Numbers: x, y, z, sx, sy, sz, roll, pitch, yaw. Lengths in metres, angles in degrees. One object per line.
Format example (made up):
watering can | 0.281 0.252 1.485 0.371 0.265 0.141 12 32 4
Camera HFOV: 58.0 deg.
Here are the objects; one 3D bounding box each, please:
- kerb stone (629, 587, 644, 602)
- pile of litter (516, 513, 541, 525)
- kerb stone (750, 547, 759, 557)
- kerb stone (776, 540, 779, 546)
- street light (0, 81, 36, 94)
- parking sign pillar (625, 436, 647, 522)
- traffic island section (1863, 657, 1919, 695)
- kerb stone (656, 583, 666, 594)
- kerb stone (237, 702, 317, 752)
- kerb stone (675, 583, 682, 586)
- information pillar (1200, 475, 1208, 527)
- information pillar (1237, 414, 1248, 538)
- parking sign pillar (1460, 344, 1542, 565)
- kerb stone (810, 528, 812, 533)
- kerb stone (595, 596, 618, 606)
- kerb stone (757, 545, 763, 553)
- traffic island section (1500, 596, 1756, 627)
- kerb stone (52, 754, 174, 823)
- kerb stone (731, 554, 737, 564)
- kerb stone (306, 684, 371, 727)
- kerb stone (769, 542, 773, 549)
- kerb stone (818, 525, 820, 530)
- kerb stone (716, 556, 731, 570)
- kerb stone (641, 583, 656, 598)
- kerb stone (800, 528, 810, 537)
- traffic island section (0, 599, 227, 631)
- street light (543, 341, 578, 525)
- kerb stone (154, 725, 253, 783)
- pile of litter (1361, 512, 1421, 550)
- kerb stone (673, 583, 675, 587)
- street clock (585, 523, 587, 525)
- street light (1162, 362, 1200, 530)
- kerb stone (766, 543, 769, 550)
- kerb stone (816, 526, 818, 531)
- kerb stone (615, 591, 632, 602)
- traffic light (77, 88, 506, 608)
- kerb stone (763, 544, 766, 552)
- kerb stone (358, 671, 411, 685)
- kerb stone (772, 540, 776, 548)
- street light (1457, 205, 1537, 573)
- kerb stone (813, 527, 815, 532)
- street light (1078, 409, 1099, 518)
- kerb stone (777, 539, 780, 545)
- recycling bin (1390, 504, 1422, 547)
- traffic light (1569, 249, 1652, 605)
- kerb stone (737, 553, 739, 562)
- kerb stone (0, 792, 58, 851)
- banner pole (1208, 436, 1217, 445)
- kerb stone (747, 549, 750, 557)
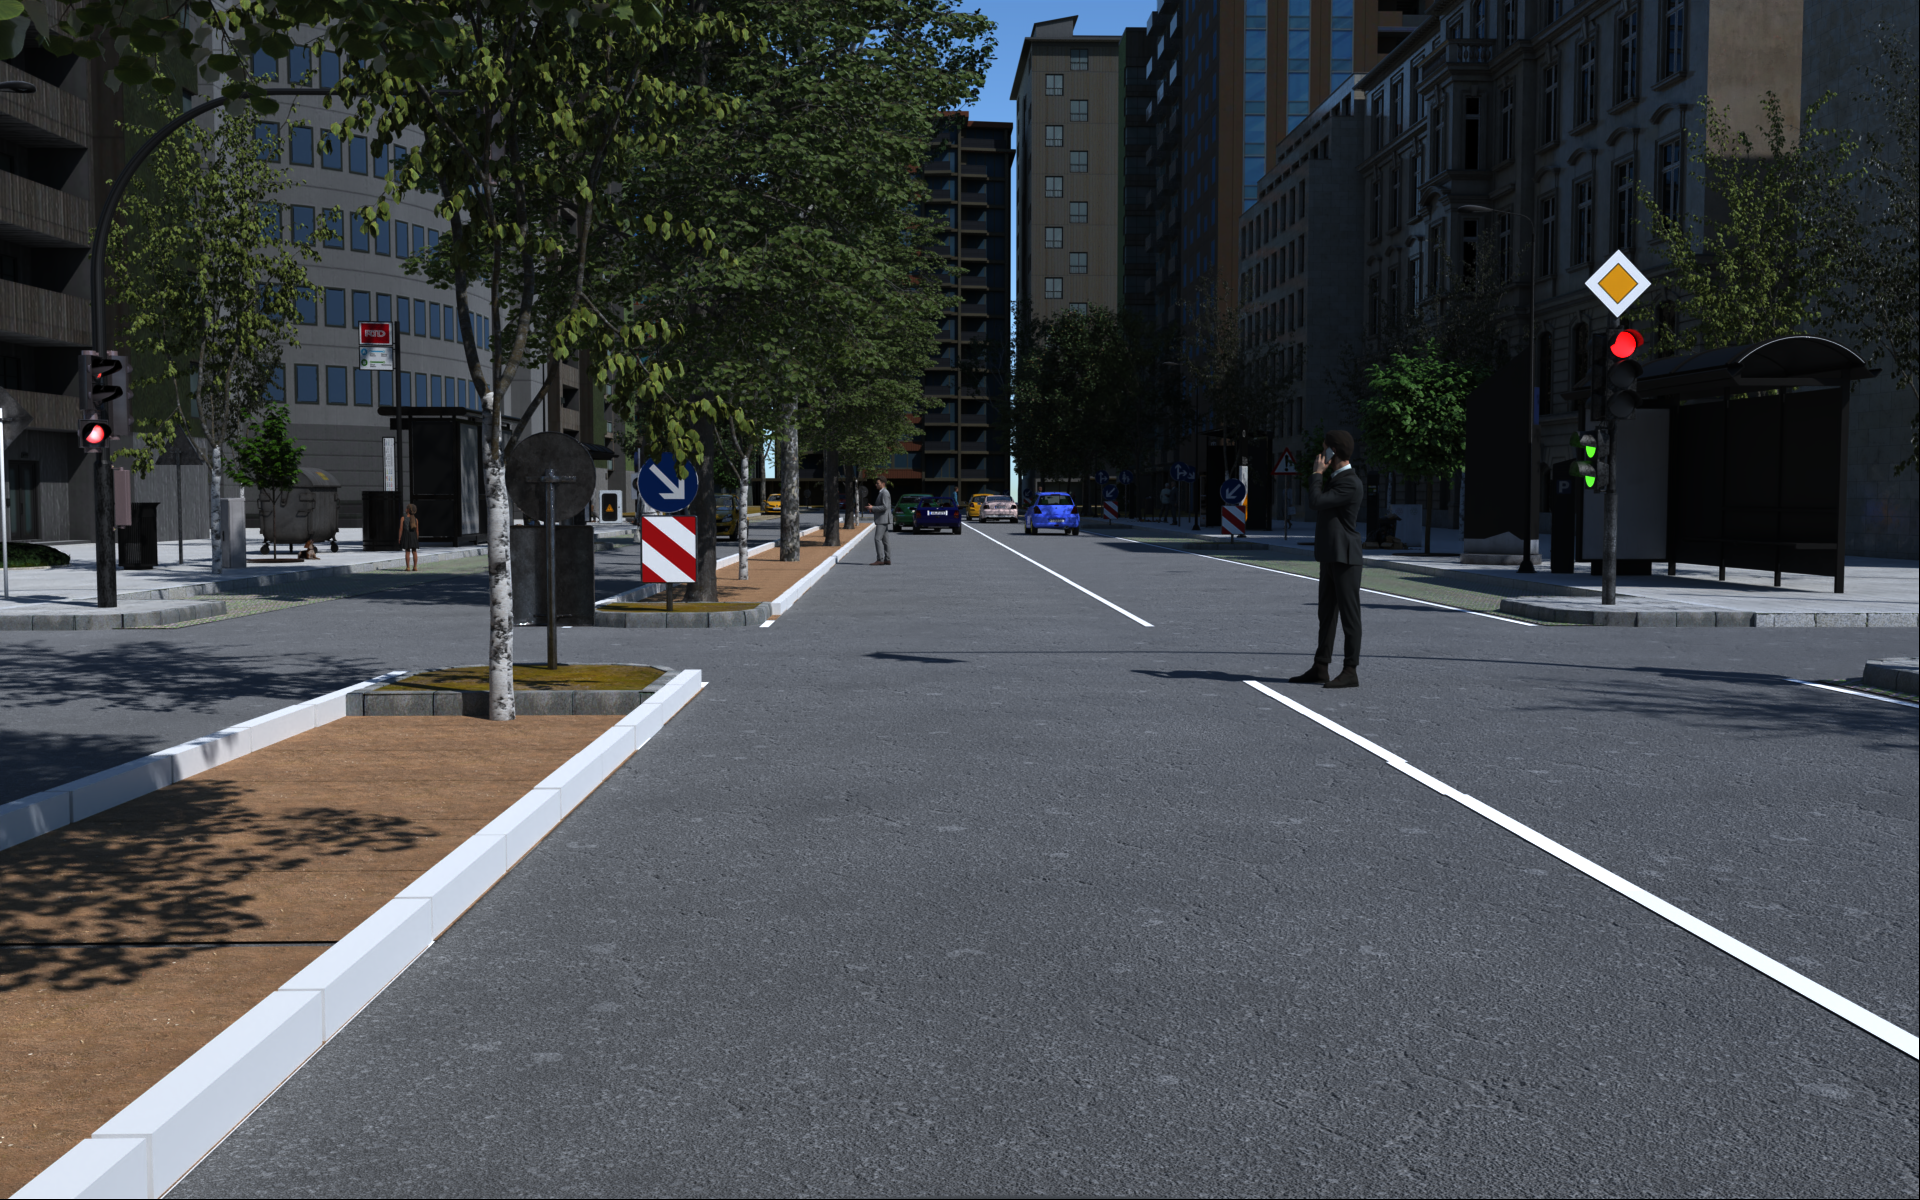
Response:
kerb stone | -4.343 -0.041 22.870 0.120 0.150 1.000 0 4 -2
pile of litter | -14.272 -2.597 56.419 1.176 0.858 1.719 1 4 20
kerb stone | -4.849 -1.108 40.310 0.120 0.150 1.000 0 4 -2
kerb stone | -5.026 -1.475 46.452 0.120 0.150 1.000 0 4 -2
street light | -11.093 -2.880 19.622 1.470 5.913 1.316 0 4 -2
parking sign pillar | -14.646 -5.567 79.490 1.447 3.967 1.447 0 4 -4
traffic island section | 7.785 0.621 12.135 2.009 0.180 2.903 0 4 -2
kerb stone | -4.401 -0.166 24.913 0.120 0.150 1.000 0 4 -2
kerb stone | -3.977 0.743 10.041 0.120 0.150 1.000 0 4 -2
kerb stone | -4.462 -0.287 26.966 0.120 0.150 1.000 0 4 -2
information pillar | 9.611 -3.894 68.161 0.304 2.012 0.304 1 4 13
information pillar | 8.362 -3.655 51.122 0.183 3.616 0.504 2 4 30
parking sign pillar | 9.953 -2.648 31.772 1.447 3.967 1.447 -3 5 -42
kerb stone | -5.468 -2.423 61.808 0.120 0.150 1.000 0 4 -2
kerb stone | -4.288 0.090 20.819 0.120 0.150 1.000 0 4 -2
kerb stone | -4.877 -1.168 41.335 0.120 0.150 1.000 0 4 -2
traffic island section | 7.554 0.132 20.116 2.009 0.180 2.903 0 4 -2
kerb stone | -3.912 0.870 7.990 0.120 0.150 1.000 0 4 -2
kerb stone | -4.699 -0.793 35.180 0.120 0.150 1.000 0 4 -2
kerb stone | -3.994 0.681 11.063 0.120 0.150 1.000 0 4 -2
kerb stone | -4.966 -1.358 44.402 0.120 0.150 1.000 0 4 -2
kerb stone | -5.614 -2.737 66.942 0.120 0.150 1.000 0 4 -2
kerb stone | -4.671 -0.731 34.150 0.120 0.150 1.000 0 4 -2
kerb stone | -4.369 -0.104 23.892 0.120 0.150 1.000 0 4 -2
kerb stone | -5.441 -2.359 60.786 0.120 0.150 1.000 0 4 -2
traffic island section | -9.680 0.162 19.624 2.009 0.180 2.903 0 4 -2
street light | -12.022 -4.882 52.360 1.470 5.913 1.316 0 4 -2
kerb stone | -3.945 0.808 9.020 0.120 0.150 1.000 0 4 -2
pile of litter | 9.879 -1.615 40.372 1.176 0.858 1.719 -2 4 -33
kerb stone | -4.436 -0.229 25.944 0.120 0.150 1.000 0 4 -2
street clock | -15.673 -4.127 72.054 0.358 2.002 0.471 1 4 10
street light | 7.821 -5.419 61.135 1.470 5.913 1.316 0 4 -2
kerb stone | -4.937 -1.296 43.380 0.120 0.150 1.000 0 4 -2
kerb stone | -5.597 -2.674 65.920 0.120 0.150 1.000 0 4 -2
kerb stone | -4.305 0.022 21.841 0.120 0.150 1.000 0 4 -2
traffic light | -7.551 -2.747 19.586 4.771 5.953 1.251 0 4 -2
kerb stone | -4.913 -1.232 42.357 0.120 0.150 1.000 0 4 -2
kerb stone | -4.029 0.620 12.091 0.120 0.150 1.000 0 4 -2
kerb stone | -4.993 -1.421 45.430 0.120 0.150 1.000 0 4 -2
street light | 8.691 -3.394 28.036 1.470 5.913 1.316 0 4 -2
kerb stone | -5.531 -2.548 63.860 0.120 0.150 1.000 0 4 -2
street light | 6.881 -7.457 94.455 1.470 5.913 1.316 0 4 -2
kerb stone | -5.055 -1.546 47.478 0.120 0.150 1.000 0 4 -2
recycling bin | 10.880 -1.818 42.281 0.722 1.027 0.722 1 4 10
traffic light | 7.514 -1.901 20.001 0.839 4.253 0.868 0 4 -2
kerb stone | -4.725 -0.854 36.206 0.120 0.150 1.000 0 4 -2
kerb stone | -3.886 0.931 6.969 0.120 0.150 1.000 0 4 -2
banner pole | 10.025 -4.837 69.100 0.401 3.779 0.863 -2 4 -24
kerb stone | -4.800 -0.981 38.257 0.120 0.150 1.000 0 4 -2
